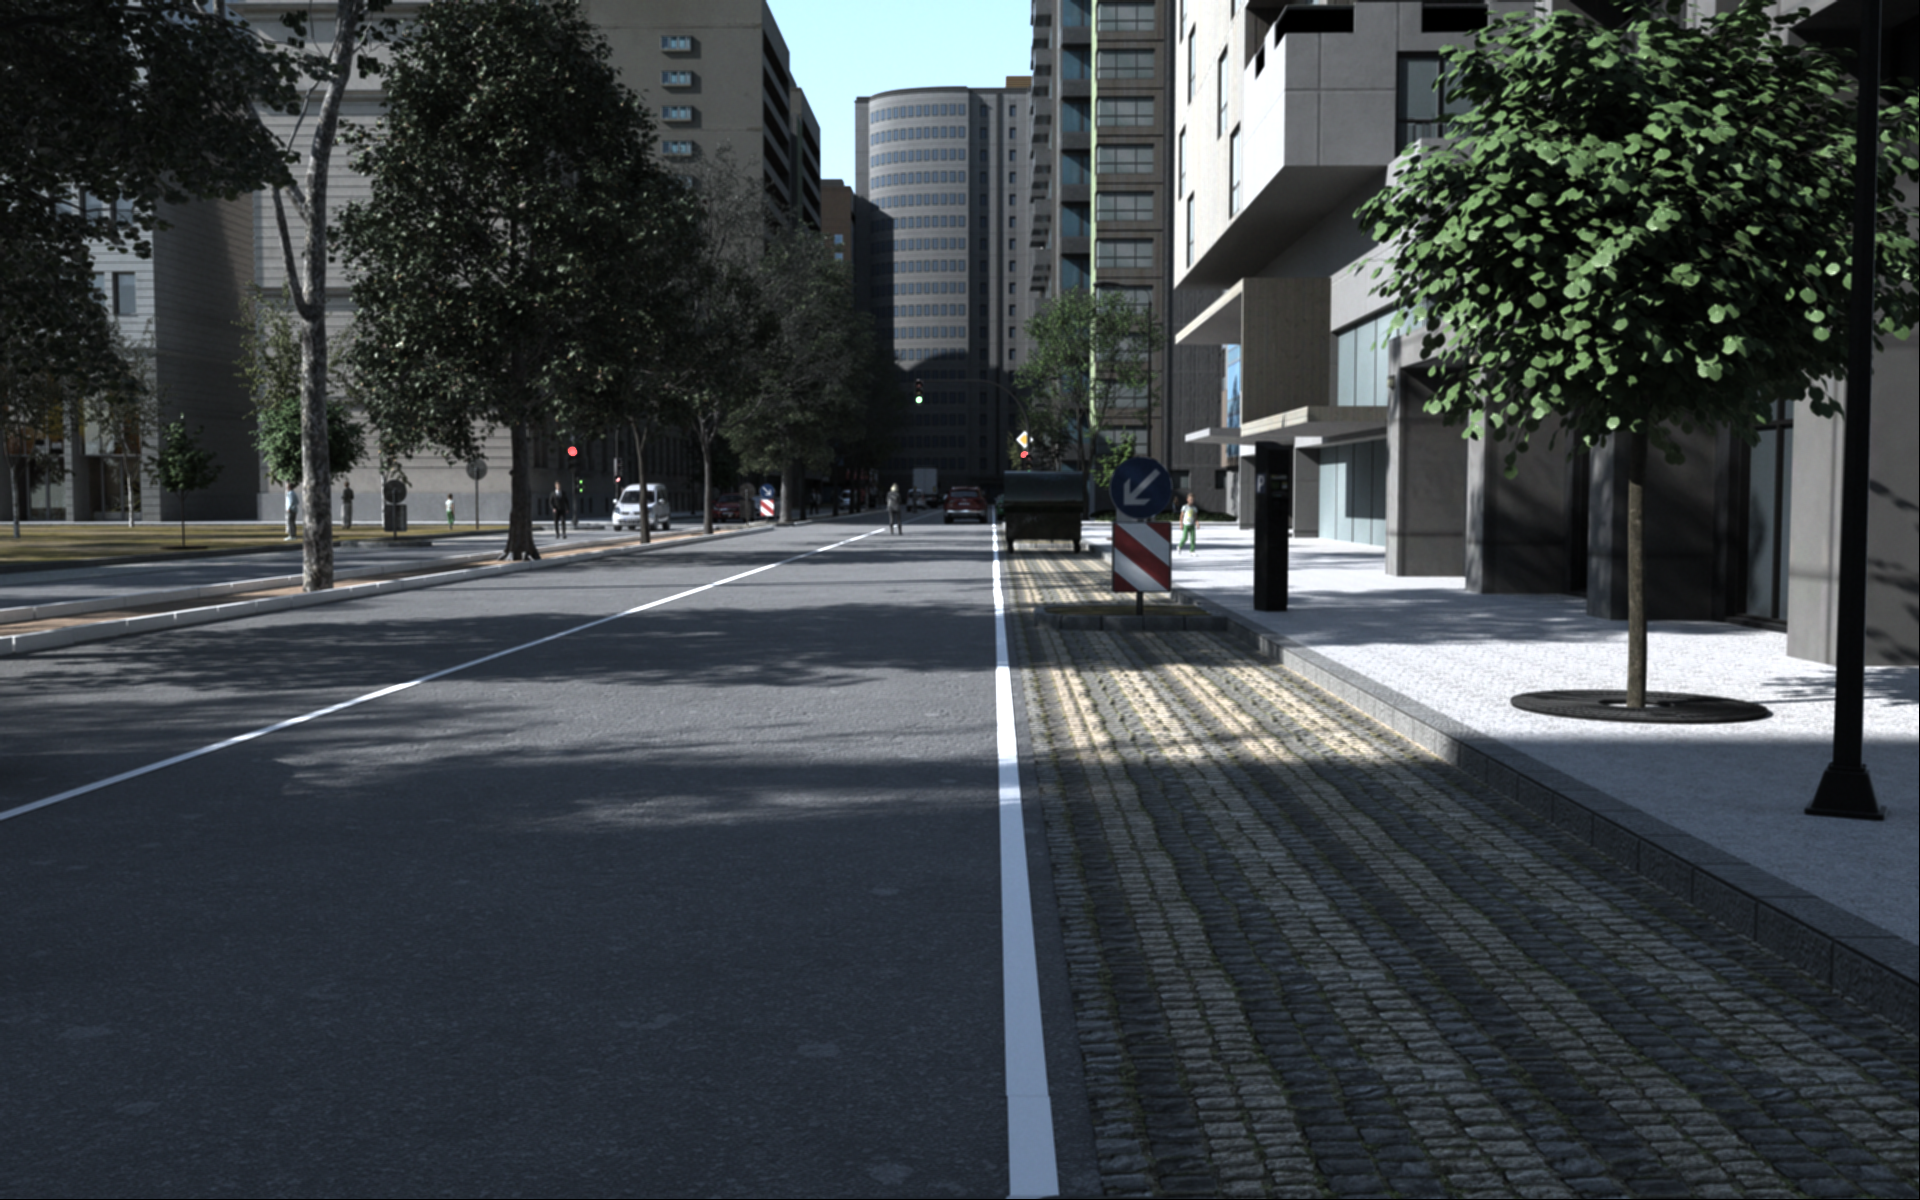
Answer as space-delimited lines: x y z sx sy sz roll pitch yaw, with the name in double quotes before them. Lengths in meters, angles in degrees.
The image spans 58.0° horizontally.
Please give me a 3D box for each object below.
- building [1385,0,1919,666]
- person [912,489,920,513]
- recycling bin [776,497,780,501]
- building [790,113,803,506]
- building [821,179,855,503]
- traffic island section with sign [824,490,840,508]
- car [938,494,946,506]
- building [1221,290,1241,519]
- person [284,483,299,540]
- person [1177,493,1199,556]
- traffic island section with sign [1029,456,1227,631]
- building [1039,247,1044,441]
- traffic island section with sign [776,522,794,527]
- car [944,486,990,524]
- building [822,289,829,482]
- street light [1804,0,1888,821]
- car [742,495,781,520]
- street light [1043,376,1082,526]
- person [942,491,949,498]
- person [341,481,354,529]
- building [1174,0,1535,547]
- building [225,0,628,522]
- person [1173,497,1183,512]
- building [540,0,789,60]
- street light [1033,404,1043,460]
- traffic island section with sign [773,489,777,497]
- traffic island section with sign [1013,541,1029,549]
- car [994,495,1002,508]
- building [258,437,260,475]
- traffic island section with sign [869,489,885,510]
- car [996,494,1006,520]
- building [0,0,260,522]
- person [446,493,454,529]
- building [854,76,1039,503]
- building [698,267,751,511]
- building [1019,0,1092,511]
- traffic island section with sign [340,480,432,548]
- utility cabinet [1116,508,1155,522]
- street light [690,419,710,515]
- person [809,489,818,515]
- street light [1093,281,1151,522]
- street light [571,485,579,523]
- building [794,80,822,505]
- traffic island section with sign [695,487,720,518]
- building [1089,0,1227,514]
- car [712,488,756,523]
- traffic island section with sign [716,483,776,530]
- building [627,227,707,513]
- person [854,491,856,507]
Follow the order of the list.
"building" 16.807 -35.279 15.062 20.563 71.187 20.611 0 4 1
"person" -3.342 -7.489 131.151 0.583 1.804 0.606 0 4 -1
"recycling bin" -15.792 -8.255 147.515 0.722 1.027 0.722 -3 5 -41
"building" -24.088 -30.407 180.750 14.154 41.232 14.086 0 4 1
"building" -21.891 -36.370 244.754 14.200 45.320 14.600 0 4 1
"traffic island section with sign" -13.023 -10.418 178.964 1.989 1.847 2.006 0 4 1
"car" -1.854 -12.643 218.510 2.131 1.459 4.920 0 4 3
"building" 20.848 -26.556 84.295 14.200 45.320 14.600 0 4 1
"person" -18.623 -2.471 48.256 0.330 1.601 0.589 0 4 5
"person" 4.734 -1.569 35.945 0.306 1.304 0.590 -2 4 -31
"traffic island section with sign" 1.808 -0.631 18.948 1.989 1.847 2.006 0 4 1
"building" 19.311 -34.236 183.457 21.300 48.544 21.600 0 4 1
"traffic island section with sign" -8.463 -4.197 76.758 2.006 1.907 1.989 0 4 1
"car" 0.304 -4.702 85.559 2.281 1.827 5.304 0 4 2
"building" -23.840 -27.359 219.014 14.107 30.474 14.160 0 4 1
"street light" 3.028 -2.096 6.814 1.470 5.913 1.316 0 4 1
"car" -11.212 -5.242 98.063 2.083 1.381 4.827 0 4 3
"street light" 4.152 -5.868 68.475 1.470 5.913 1.316 0 4 1
"person" -1.330 -10.425 179.661 1.217 1.736 0.721 -2 4 -26
"person" -22.733 -3.523 64.188 0.362 1.759 0.519 2 4 24
"building" 20.868 -28.075 48.265 28.713 52.752 27.495 0 4 1
"building" -25.927 -18.552 90.711 14.401 28.519 23.554 0 4 1
"person" 11.279 -4.732 88.914 1.012 1.151 0.738 -1 4 -21
"building" -27.712 -32.962 162.626 21.300 48.544 21.600 0 4 1
"street light" 4.572 -7.156 89.534 1.470 5.913 1.316 0 4 1
"traffic island section with sign" -13.952 -7.371 129.148 1.989 1.847 2.006 0 4 1
"traffic island section with sign" 2.310 -2.280 45.899 1.989 1.847 2.006 0 4 1
"car" 4.518 -9.980 175.533 2.083 1.381 4.827 0 4 1
"building" -67.188 -38.105 212.252 27.495 52.752 28.713 0 4 1
"traffic island section with sign" -7.066 -8.792 151.884 2.006 1.907 1.989 0 4 1
"car" 2.936 -5.248 94.606 1.959 1.807 4.718 0 4 3
"building" -51.197 -18.745 83.979 29.804 29.767 11.434 0 4 1
"person" -18.405 -3.195 62.528 0.306 1.304 0.590 0 4 -7
"building" -0.622 -43.152 247.532 28.212 58.520 21.231 0 4 1
"building" -23.101 -17.928 142.269 9.793 20.994 18.267 0 4 1
"building" 16.516 -31.218 130.030 23.786 49.044 30.456 0 4 1
"traffic island section with sign" -15.486 -2.347 47.008 1.989 1.847 2.006 0 4 1
"utility cabinet" 4.120 -1.801 40.610 0.306 1.237 1.020 -3 5 -41
"street light" -16.069 -8.261 107.612 1.470 5.913 1.316 0 4 1
"person" -9.534 -6.387 113.333 0.661 1.777 0.834 -3 5 -41
"street light" 3.593 -3.996 37.874 1.470 5.913 1.316 0 4 1
"street light" -16.630 -6.390 77.011 1.470 5.913 1.316 0 4 1
"building" -27.545 -35.150 198.404 21.300 48.544 21.600 0 4 1
"traffic island section with sign" -14.467 -5.705 101.901 1.989 1.847 2.006 0 4 1
"building" 14.499 -25.474 100.087 14.154 41.232 14.086 0 4 1
"car" -11.426 -4.810 87.686 2.155 1.783 4.494 0 4 1
"traffic island section with sign" -8.612 -3.744 69.352 2.006 1.907 1.989 0 4 1
"building" -27.370 -17.409 117.916 16.112 22.955 30.059 0 4 1
"person" -9.034 -8.485 147.328 0.767 1.812 0.694 1 4 15
